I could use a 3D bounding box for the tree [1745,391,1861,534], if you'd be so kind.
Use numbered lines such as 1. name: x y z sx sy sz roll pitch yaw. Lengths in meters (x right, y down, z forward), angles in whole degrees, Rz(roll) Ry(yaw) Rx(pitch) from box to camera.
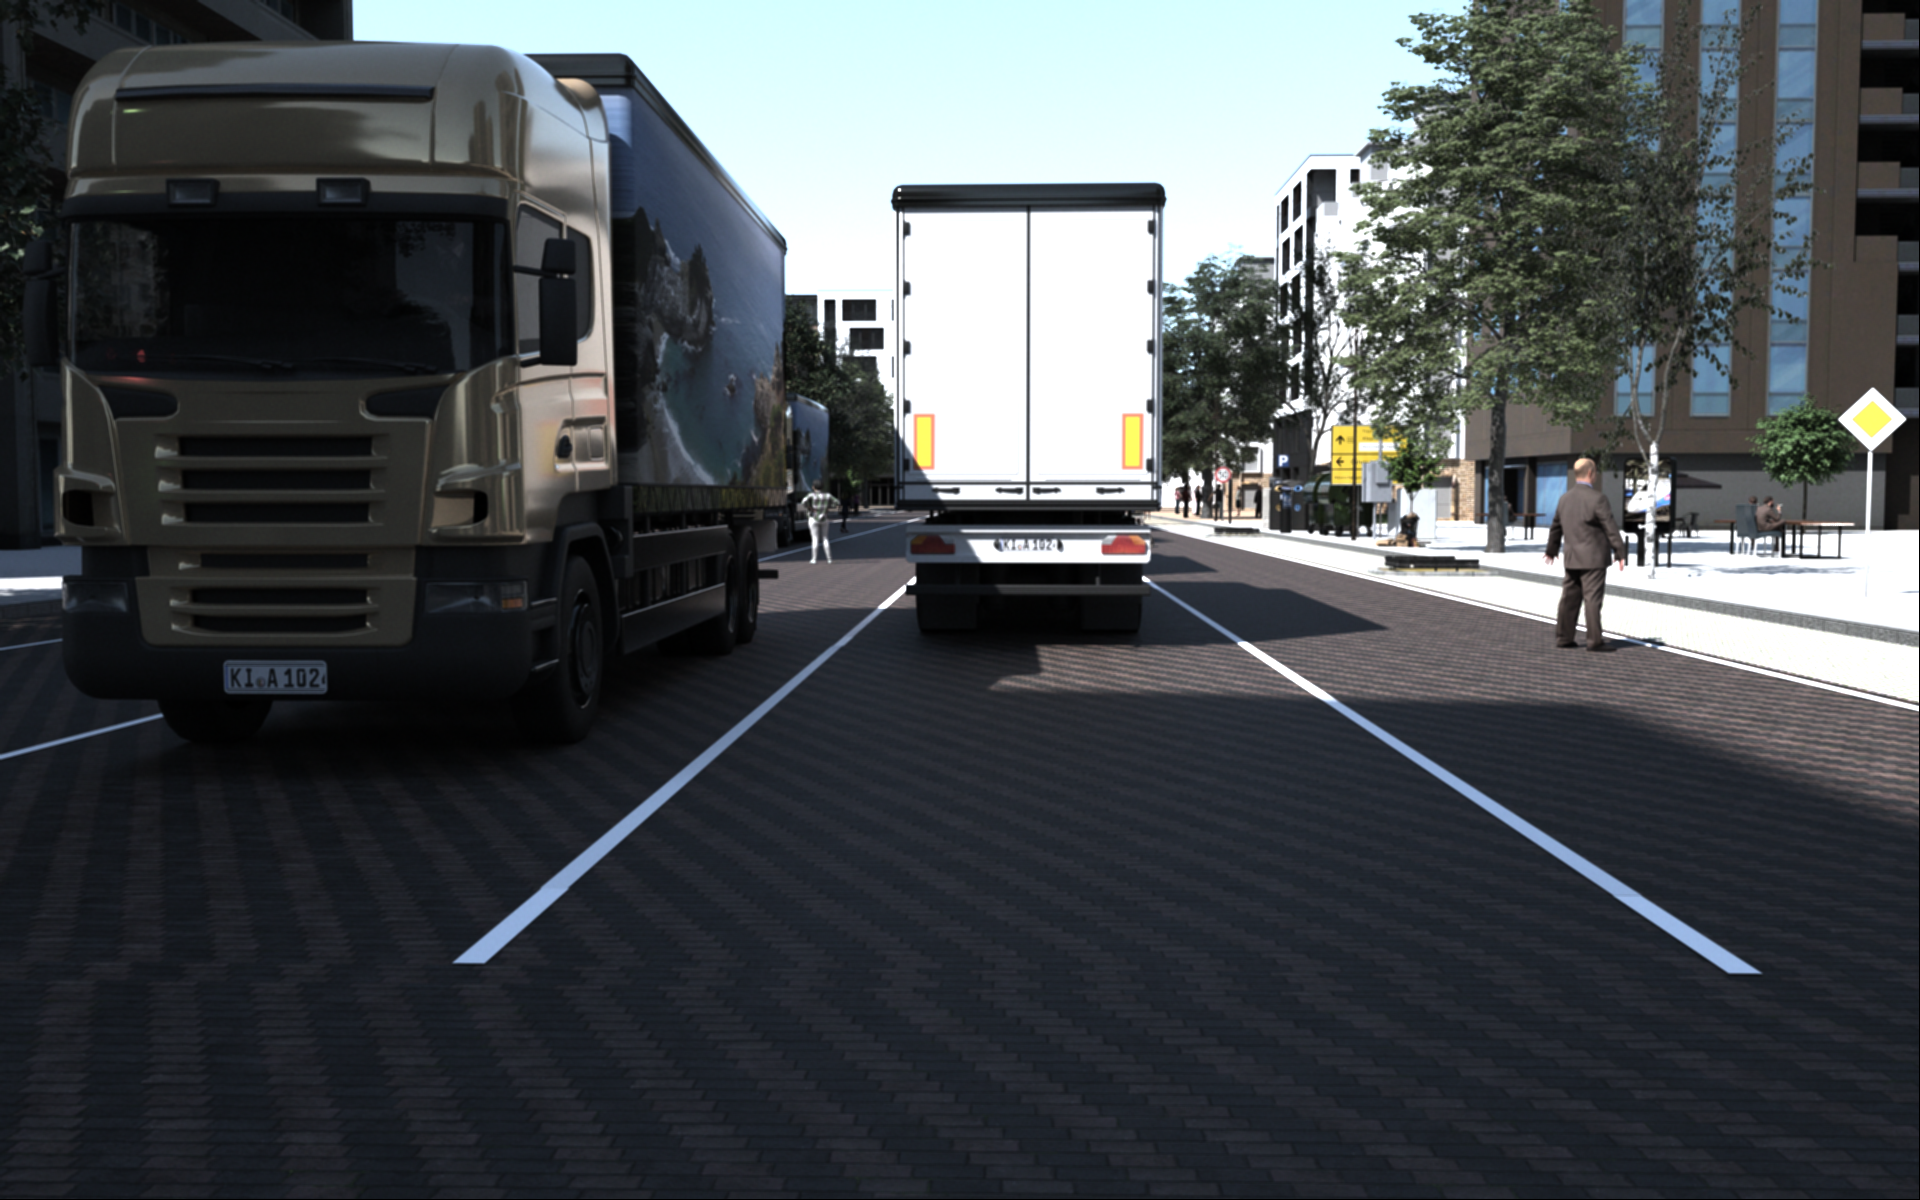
1. tree: 27.051 -4.396 55.593 4.285 4.588 4.351 0 3 0

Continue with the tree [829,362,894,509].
1. tree: -9.023 -14.030 147.524 7.486 12.596 7.792 0 3 0

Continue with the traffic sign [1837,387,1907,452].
1. traffic sign: 11.207 -1.319 21.296 0.795 2.593 0.064 1 4 11

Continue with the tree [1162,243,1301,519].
1. tree: 12.802 -11.189 89.590 9.857 13.997 8.962 0 3 0

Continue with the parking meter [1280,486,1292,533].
1. parking meter: 10.709 -2.965 56.890 0.372 1.533 0.369 0 3 0

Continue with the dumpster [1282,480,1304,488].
1. dumpster: 13.481 -3.948 70.311 1.264 1.857 1.865 0 4 2

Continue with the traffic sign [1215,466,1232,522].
1. traffic sign: 12.086 -4.864 79.630 0.768 2.556 0.104 0 4 6

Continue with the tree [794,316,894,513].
1. tree: -9.335 -12.837 120.262 12.009 13.543 11.850 0 3 0

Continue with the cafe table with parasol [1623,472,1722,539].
1. cafe table with parasol: 20.676 -2.781 50.329 2.610 1.966 2.610 2 4 30

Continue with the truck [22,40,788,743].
1. truck: -3.243 -1.496 13.369 2.839 4.237 11.283 0 4 1

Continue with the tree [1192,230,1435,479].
1. tree: 12.584 -7.814 62.165 8.767 10.594 7.601 0 4 4

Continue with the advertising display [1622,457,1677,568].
1. advertising display: 12.113 -1.544 30.450 0.123 1.923 0.974 -2 4 -34

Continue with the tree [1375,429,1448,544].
1. tree: 11.856 -3.078 44.930 1.663 3.219 1.824 0 3 0

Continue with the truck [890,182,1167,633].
1. truck: 0.875 -1.978 21.250 2.839 4.237 11.283 0 4 3

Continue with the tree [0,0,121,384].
1. tree: -12.685 -6.102 16.774 9.611 12.733 9.660 0 3 0

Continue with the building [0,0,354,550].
1. building: -31.825 -26.010 48.958 21.300 48.544 21.600 0 4 2

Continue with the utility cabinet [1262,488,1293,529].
1. utility cabinet: 11.614 -3.328 63.089 1.173 1.500 0.318 2 4 25

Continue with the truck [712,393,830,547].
1. truck: -5.641 -3.754 50.284 2.839 4.237 11.283 0 4 2

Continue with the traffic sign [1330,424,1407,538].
1. traffic sign: 11.933 -3.459 50.429 2.265 3.308 0.079 1 4 8

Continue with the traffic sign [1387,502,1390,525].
1. traffic sign: 13.262 -3.276 53.573 0.884 2.594 0.081 0 4 7

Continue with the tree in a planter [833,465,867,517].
1. tree in a planter: -6.856 -6.805 108.491 1.991 3.239 1.994 0 4 2

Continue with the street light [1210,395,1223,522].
1. street light: 11.954 -6.606 80.800 0.468 5.910 1.993 0 4 2

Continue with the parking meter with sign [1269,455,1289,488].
1. parking meter with sign: 14.148 -4.965 77.444 0.543 3.016 1.738 -1 4 -9

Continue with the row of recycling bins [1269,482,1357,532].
1. row of recycling bins: 12.326 -3.266 60.508 1.069 1.692 3.534 -3 5 -43

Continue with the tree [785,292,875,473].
1. tree: -9.948 -11.084 98.225 9.611 12.733 9.660 0 3 0

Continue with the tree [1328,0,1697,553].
1. tree: 12.019 -7.276 37.091 7.486 12.596 7.792 0 3 0

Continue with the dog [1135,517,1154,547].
1. dog: 4.999 -1.828 46.727 0.513 0.831 0.800 0 4 -7

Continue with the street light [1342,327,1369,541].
1. street light: 10.874 -4.580 47.670 0.468 5.910 1.993 0 4 2

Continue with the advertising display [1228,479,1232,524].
1. advertising display: 11.565 -4.217 74.166 0.123 1.923 0.974 0 4 6

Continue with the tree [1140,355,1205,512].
1. tree: 15.129 -13.933 144.810 9.611 12.733 9.660 0 3 0

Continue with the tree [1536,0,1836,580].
1. tree: 10.521 -4.615 25.823 4.360 8.622 3.978 0 3 0
